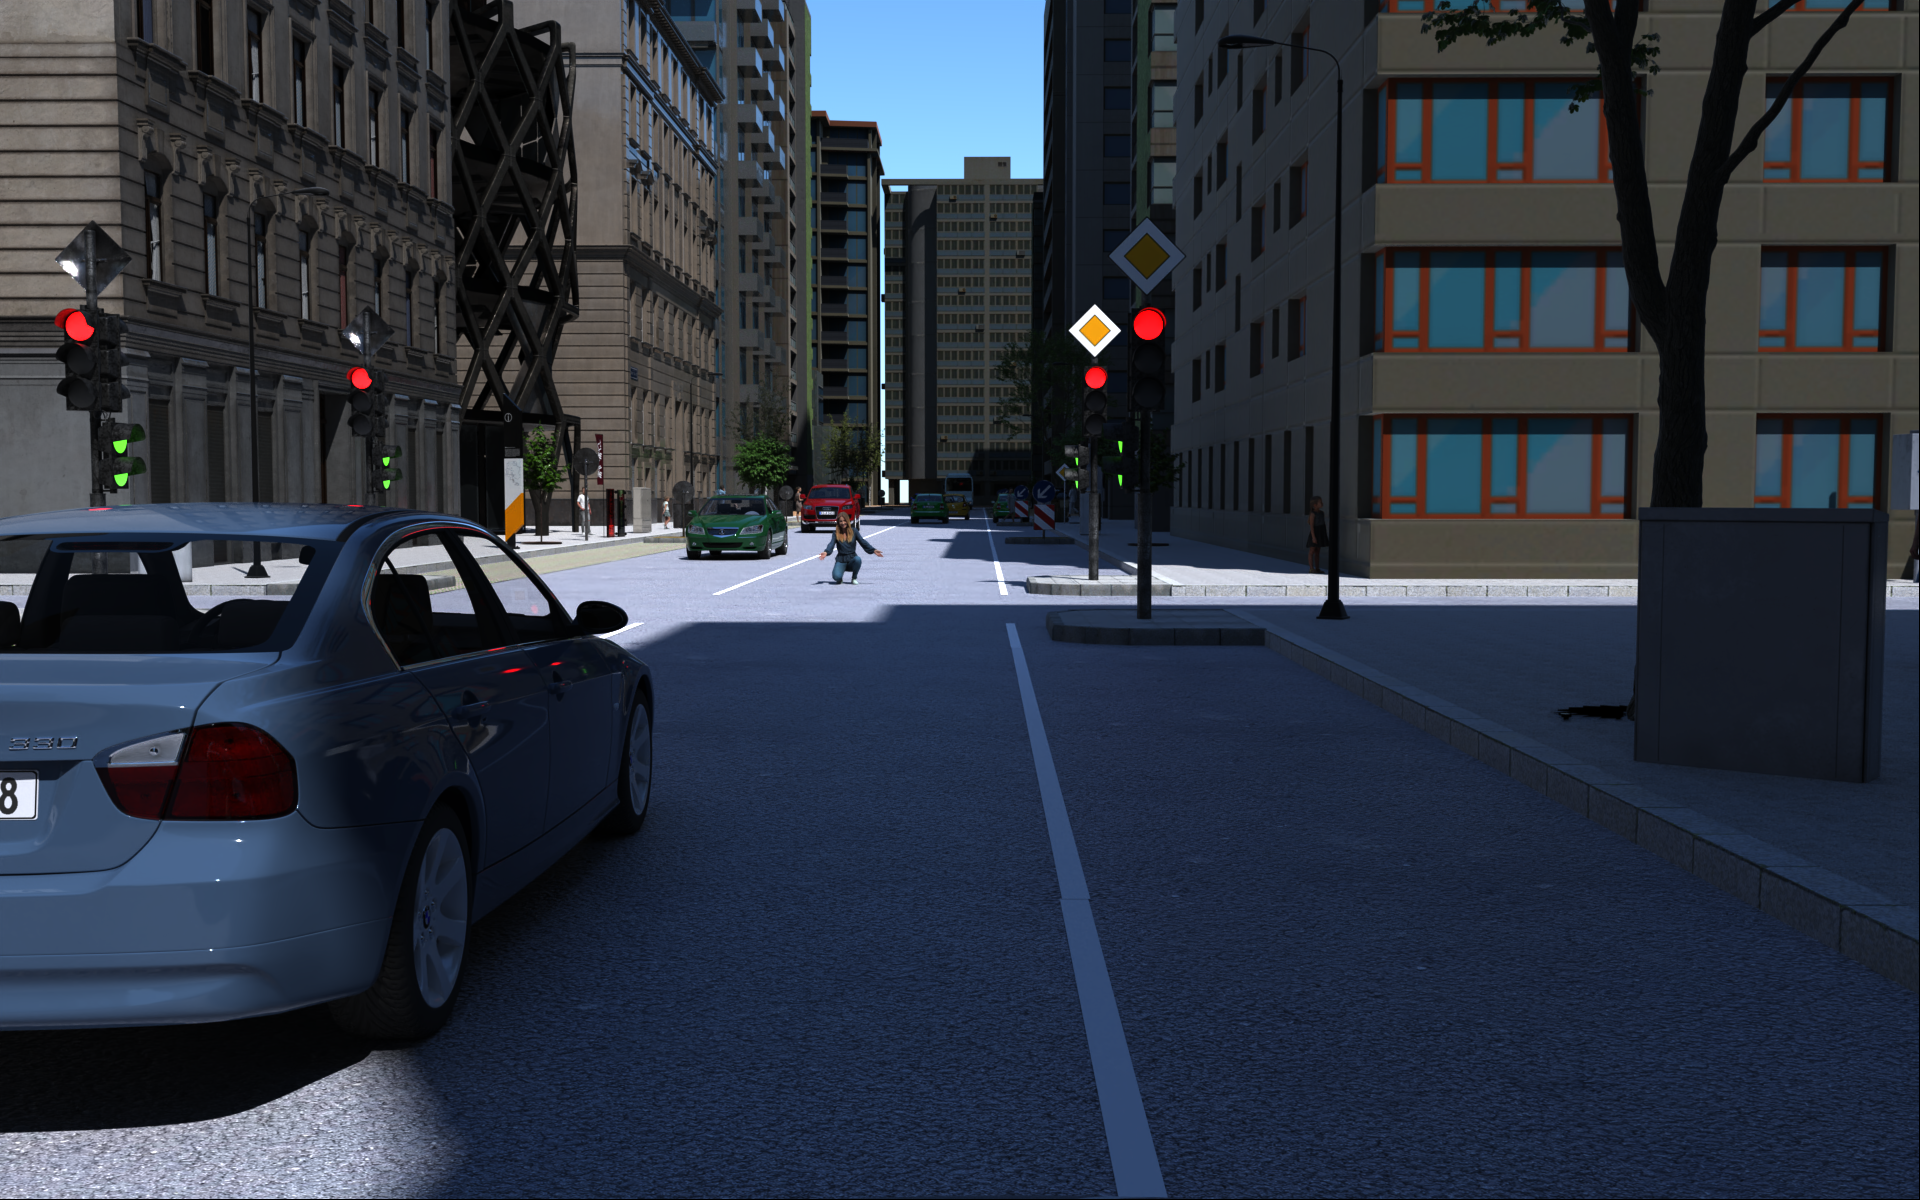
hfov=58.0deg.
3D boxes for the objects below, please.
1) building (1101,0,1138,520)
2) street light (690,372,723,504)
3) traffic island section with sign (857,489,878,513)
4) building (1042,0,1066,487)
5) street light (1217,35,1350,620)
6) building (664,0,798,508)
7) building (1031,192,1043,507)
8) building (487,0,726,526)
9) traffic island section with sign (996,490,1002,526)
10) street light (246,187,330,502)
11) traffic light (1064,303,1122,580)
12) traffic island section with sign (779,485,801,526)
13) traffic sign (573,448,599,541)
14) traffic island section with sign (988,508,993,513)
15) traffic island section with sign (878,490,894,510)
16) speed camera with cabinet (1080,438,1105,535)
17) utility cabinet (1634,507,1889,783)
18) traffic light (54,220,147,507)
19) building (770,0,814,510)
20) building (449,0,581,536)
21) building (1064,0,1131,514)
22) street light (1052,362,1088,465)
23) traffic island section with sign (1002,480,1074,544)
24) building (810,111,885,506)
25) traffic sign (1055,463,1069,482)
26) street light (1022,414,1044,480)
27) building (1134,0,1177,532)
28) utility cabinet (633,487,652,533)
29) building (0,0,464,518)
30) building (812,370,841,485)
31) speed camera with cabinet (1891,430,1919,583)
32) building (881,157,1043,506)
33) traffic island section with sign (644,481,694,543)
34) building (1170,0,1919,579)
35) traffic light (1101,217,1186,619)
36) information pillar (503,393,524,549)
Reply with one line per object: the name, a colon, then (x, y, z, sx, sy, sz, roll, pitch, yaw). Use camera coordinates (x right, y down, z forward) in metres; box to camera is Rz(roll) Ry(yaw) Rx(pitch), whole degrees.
building: (17.710, -39.783, 88.707, 20.563, 71.187, 20.611, 0, 4, 1)
street light: (-9.732, -5.731, 66.250, 1.470, 5.913, 1.316, 0, 4, 1)
traffic island section with sign: (-7.295, -7.329, 128.449, 1.989, 1.847, 2.006, 0, 4, 1)
building: (18.203, -32.148, 149.313, 21.300, 48.544, 21.600, 0, 4, 1)
street light: (3.307, -2.761, 17.691, 1.470, 5.913, 1.316, 0, 4, 1)
building: (-23.729, -30.366, 116.100, 23.786, 49.044, 30.456, 0, 4, 1)
building: (13.866, -24.222, 167.737, 14.160, 30.474, 14.107, 0, 4, 1)
building: (-18.859, -17.345, 80.856, 12.463, 27.353, 25.104, 0, 4, 1)
traffic island section with sign: (2.635, -4.232, 77.825, 1.989, 1.847, 2.006, 0, 4, 1)
street light: (-10.239, -3.293, 26.380, 1.470, 5.913, 1.316, 0, 4, 1)
traffic light: (1.972, -2.250, 25.705, 0.839, 4.253, 0.868, 0, 4, 1)
traffic island section with sign: (-7.879, -4.291, 78.780, 1.989, 1.847, 2.006, 0, 4, 1)
traffic sign: (-10.276, -2.903, 47.574, 0.768, 2.556, 0.104, 1, 4, 10)
traffic island section with sign: (3.226, -7.325, 128.399, 1.989, 1.847, 2.006, 0, 4, 1)
traffic island section with sign: (-6.982, -8.977, 155.402, 1.989, 1.847, 2.006, 0, 4, 1)
speed camera with cabinet: (4.191, -3.688, 54.635, 0.660, 3.252, 2.038, 1, 4, 11)
utility cabinet: (3.715, 0.189, 8.070, 1.020, 1.237, 0.306, 3, 5, 40)
traffic light: (-8.883, -1.768, 17.831, 0.839, 4.253, 0.868, 0, 4, 1)
building: (-19.519, -27.851, 138.963, 14.154, 41.232, 14.086, 0, 4, 1)
building: (-20.781, -11.400, 53.838, 16.820, 18.784, 16.811, 0, 4, 1)
building: (18.064, -35.606, 124.149, 21.231, 58.520, 28.212, 0, 4, 1)
street light: (3.937, -5.415, 61.081, 1.470, 5.913, 1.316, 0, 4, 1)
traffic island section with sign: (2.311, -2.556, 50.416, 1.989, 1.847, 2.006, 0, 4, 1)
building: (-23.373, -33.219, 197.758, 28.867, 44.769, 22.147, 0, 4, 1)
traffic sign: (4.454, -4.510, 73.464, 0.795, 2.593, 0.064, 0, 4, 8)
street light: (4.324, -7.846, 100.829, 1.470, 5.913, 1.316, 0, 4, 1)
building: (13.472, -23.282, 64.263, 14.154, 41.232, 14.086, 0, 4, 1)
utility cabinet: (-10.478, -2.966, 57.172, 0.318, 1.500, 1.173, 0, 4, 5)
building: (-17.888, -11.442, 36.223, 9.793, 20.994, 18.267, 0, 4, 1)
building: (-27.701, -51.982, 162.583, 31.000, 86.520, 22.319, 0, 4, 1)
speed camera with cabinet: (14.616, -1.877, 25.018, 2.038, 3.252, 0.660, 0, 4, 0)
building: (3.109, -31.208, 202.138, 23.993, 40.220, 32.217, 0, 4, 1)
traffic island section with sign: (-8.210, -2.610, 51.296, 1.989, 1.847, 2.006, 0, 4, 1)
building: (20.806, -11.872, 39.143, 28.899, 21.520, 27.650, 0, 4, 1)
traffic light: (1.878, -1.761, 17.721, 0.839, 4.253, 0.868, 0, 4, 1)
information pillar: (-10.398, -2.994, 40.305, 0.504, 3.616, 0.183, 1, 4, 22)
